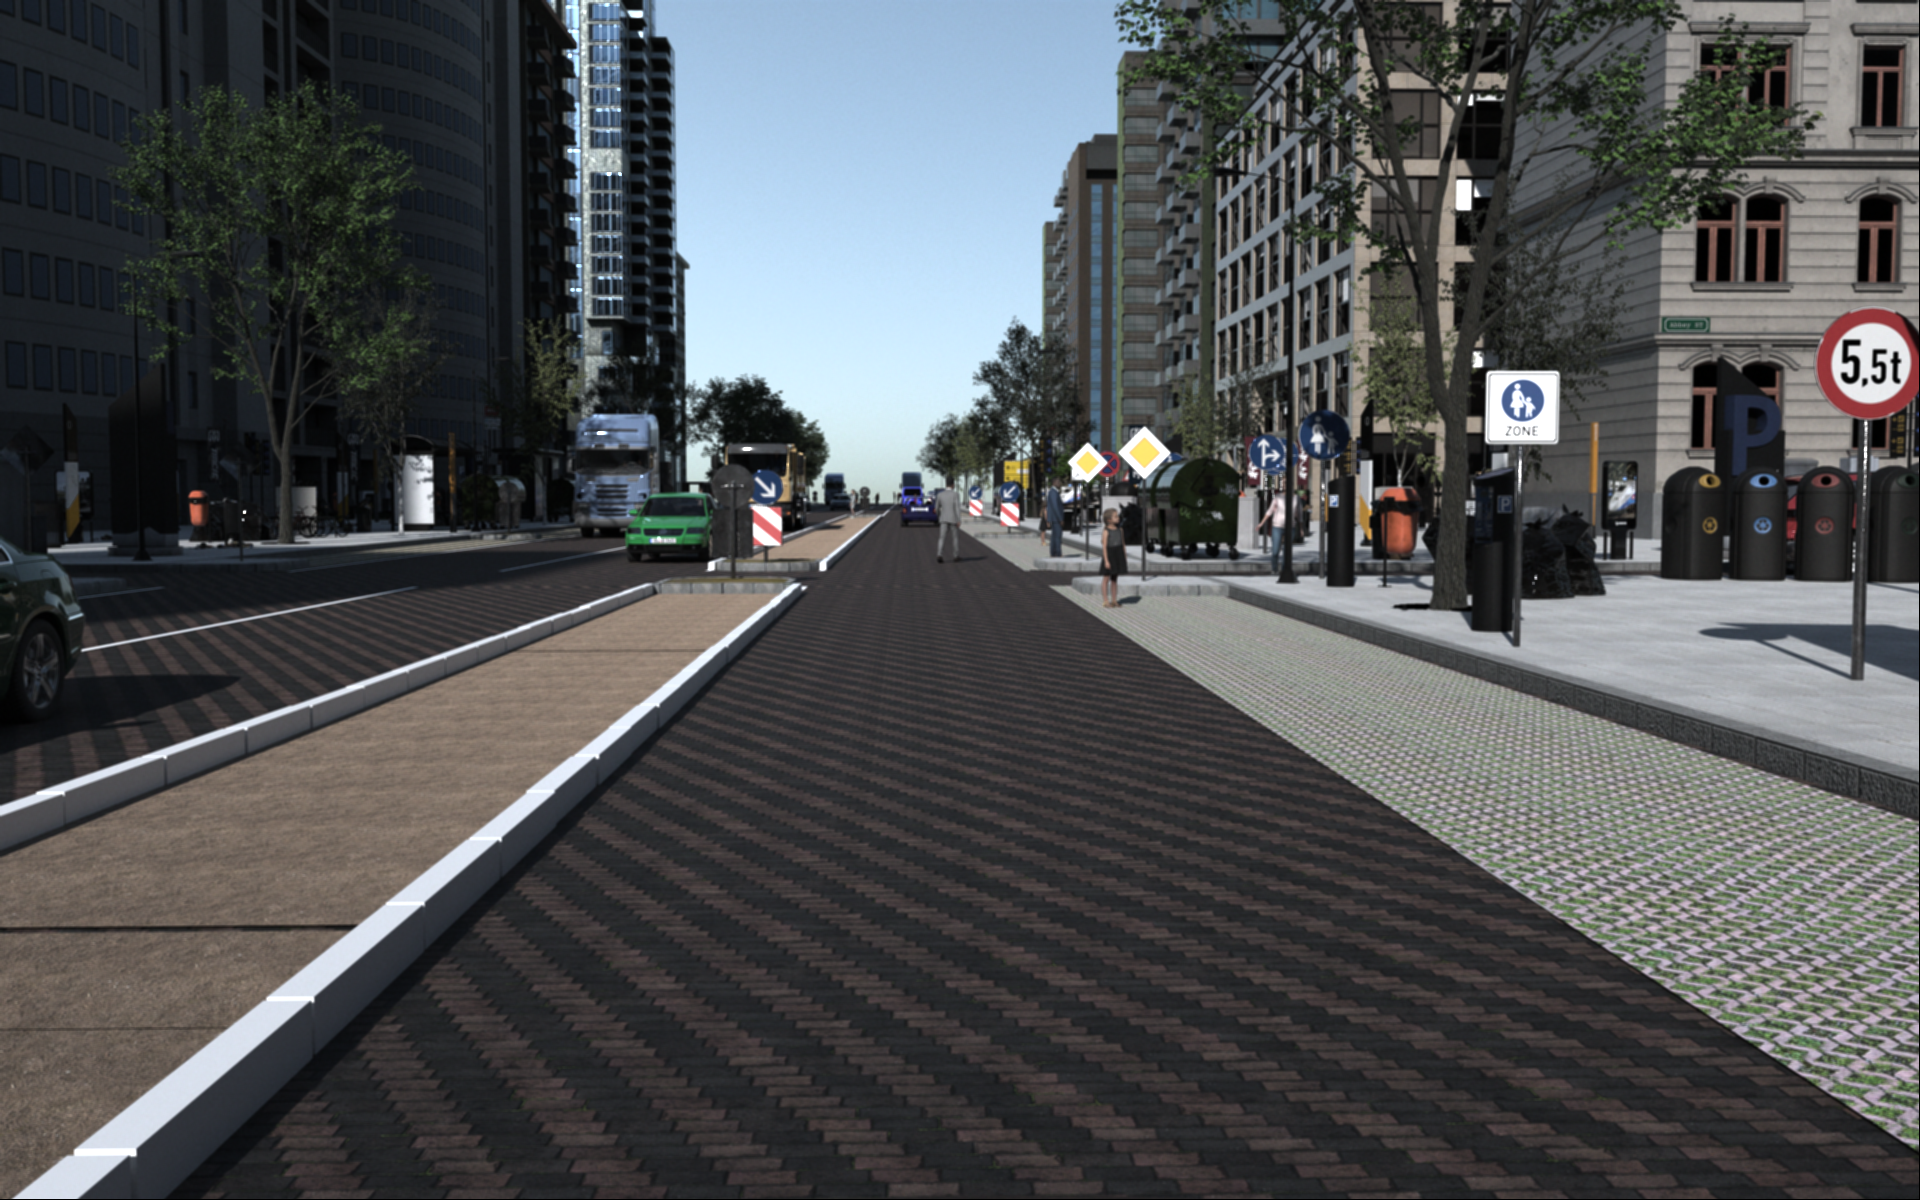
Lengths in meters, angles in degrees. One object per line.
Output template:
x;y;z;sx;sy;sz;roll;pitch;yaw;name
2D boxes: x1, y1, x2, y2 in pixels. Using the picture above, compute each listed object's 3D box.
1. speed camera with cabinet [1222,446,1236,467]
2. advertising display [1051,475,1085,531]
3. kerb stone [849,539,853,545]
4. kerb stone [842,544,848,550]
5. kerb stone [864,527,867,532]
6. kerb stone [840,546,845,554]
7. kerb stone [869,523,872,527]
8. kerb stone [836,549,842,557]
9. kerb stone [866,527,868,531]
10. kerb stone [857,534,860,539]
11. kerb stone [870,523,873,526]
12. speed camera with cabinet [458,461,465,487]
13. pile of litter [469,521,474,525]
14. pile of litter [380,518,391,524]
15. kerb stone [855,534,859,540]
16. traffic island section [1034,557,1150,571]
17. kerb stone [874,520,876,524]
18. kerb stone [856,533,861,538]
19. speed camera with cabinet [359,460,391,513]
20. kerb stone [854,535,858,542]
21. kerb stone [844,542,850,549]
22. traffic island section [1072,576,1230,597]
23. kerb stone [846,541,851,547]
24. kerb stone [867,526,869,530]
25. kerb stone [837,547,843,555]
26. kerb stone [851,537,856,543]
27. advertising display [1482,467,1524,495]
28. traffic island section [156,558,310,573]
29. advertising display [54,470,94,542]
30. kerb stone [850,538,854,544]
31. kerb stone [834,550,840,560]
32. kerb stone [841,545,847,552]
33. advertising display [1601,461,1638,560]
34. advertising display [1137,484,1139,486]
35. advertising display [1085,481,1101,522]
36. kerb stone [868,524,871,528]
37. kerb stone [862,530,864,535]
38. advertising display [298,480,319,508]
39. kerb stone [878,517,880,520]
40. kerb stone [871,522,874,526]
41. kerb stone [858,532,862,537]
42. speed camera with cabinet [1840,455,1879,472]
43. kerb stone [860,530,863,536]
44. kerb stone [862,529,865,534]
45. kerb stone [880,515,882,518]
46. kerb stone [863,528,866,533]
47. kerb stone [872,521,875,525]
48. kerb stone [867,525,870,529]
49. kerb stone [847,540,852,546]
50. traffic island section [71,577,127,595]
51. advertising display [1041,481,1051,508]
10.923;-4.746;71.927;0.660;3.252;2.038;-1;4;-17;speed camera with cabinet
3.731;-3.347;59.937;0.974;1.923;0.123;1;4;17;advertising display
-3.004;-1.481;46.415;0.120;0.150;1.000;0;4;-2;kerb stone
-2.879;-1.226;42.320;0.120;0.150;1.000;0;4;-2;kerb stone
-3.476;-2.421;61.784;0.120;0.150;1.000;0;4;-2;kerb stone
-2.816;-1.106;40.277;0.120;0.150;1.000;0;4;-2;kerb stone
-3.734;-2.924;69.997;0.120;0.150;1.000;0;4;-2;kerb stone
-2.750;-0.981;38.227;0.120;0.150;1.000;0;4;-2;kerb stone
-3.508;-2.482;62.810;0.120;0.150;1.000;0;4;-2;kerb stone
-3.190;-1.849;52.559;0.120;0.150;1.000;0;4;-2;kerb stone
-3.752;-2.986;71.019;0.120;0.150;1.000;0;4;-2;kerb stone
-29.421;-6.784;105.251;2.038;3.252;0.660;-2;4;-31;speed camera with cabinet
-21.073;-3.604;72.896;1.719;0.858;1.176;3;5;42;pile of litter
-24.537;-3.790;75.931;1.719;0.858;1.176;-1;4;-13;pile of litter
-3.164;-1.794;51.536;0.120;0.150;1.000;0;4;-2;kerb stone
2.487;-0.691;33.584;2.009;0.180;2.903;0;4;-2;traffic island section
-3.984;-3.424;78.199;0.120;0.150;1.000;0;4;-2;kerb stone
-3.223;-1.916;53.582;0.120;0.150;1.000;0;4;-2;kerb stone
-31.018;-5.983;92.165;0.660;3.252;2.038;3;5;40;speed camera with cabinet
-3.132;-1.723;50.515;0.120;0.150;1.000;0;4;-2;kerb stone
-2.905;-1.293;43.343;0.120;0.150;1.000;0;4;-2;kerb stone
2.733;-0.203;25.603;2.009;0.180;2.903;0;4;-2;traffic island section
-2.942;-1.356;44.365;0.120;0.150;1.000;0;4;-2;kerb stone
-3.571;-2.610;64.873;0.120;0.150;1.000;0;4;-2;kerb stone
-2.782;-1.043;39.250;0.120;0.150;1.000;0;4;-2;kerb stone
-3.066;-1.607;48.466;0.120;0.150;1.000;0;4;-2;kerb stone
13.067;-2.234;41.742;0.974;1.923;0.123;0;4;4;advertising display
-13.746;-0.661;33.092;2.009;0.180;2.903;0;4;-2;traffic island section
-23.527;-2.496;46.026;0.974;1.923;0.123;0;3;0;advertising display
-3.035;-1.544;47.436;0.120;0.150;1.000;0;4;-2;kerb stone
-2.718;-0.918;37.200;0.120;0.150;1.000;0;4;-2;kerb stone
-2.843;-1.168;41.299;0.120;0.150;1.000;0;4;-2;kerb stone
12.872;-1.749;33.813;0.974;1.923;0.123;-2;4;-35;advertising display
10.756;-5.981;103.011;0.974;1.923;0.123;1;4;23;advertising display
5.942;-4.523;79.162;0.974;1.923;0.123;1;4;19;advertising display
-3.674;-2.799;67.954;0.120;0.150;1.000;0;4;-2;kerb stone
-3.343;-2.170;57.682;0.120;0.150;1.000;0;4;-2;kerb stone
-30.274;-4.602;80.456;0.123;1.923;0.974;3;4;38;advertising display
-4.305;-4.053;88.455;0.120;0.150;1.000;0;4;-2;kerb stone
-3.824;-3.111;73.065;0.120;0.150;1.000;0;4;-2;kerb stone
-3.256;-1.983;54.611;0.120;0.150;1.000;0;4;-2;kerb stone
22.199;-2.882;41.455;2.038;3.252;0.660;0;4;1;speed camera with cabinet
-3.322;-2.108;56.656;0.120;0.150;1.000;0;4;-2;kerb stone
-3.376;-2.233;58.711;0.120;0.150;1.000;0;4;-2;kerb stone
-4.516;-4.483;95.635;0.120;0.150;1.000;0;4;-2;kerb stone
-3.410;-2.295;59.732;0.120;0.150;1.000;0;4;-2;kerb stone
-3.880;-3.237;75.115;0.120;0.150;1.000;0;4;-2;kerb stone
-3.601;-2.671;65.899;0.120;0.150;1.000;0;4;-2;kerb stone
-2.973;-1.419;45.393;0.120;0.150;1.000;0;4;-2;kerb stone
-13.501;-0.173;25.110;2.009;0.180;2.903;0;4;-2;traffic island section
4.468;-4.907;85.448;0.974;1.923;0.123;2;4;23;advertising display
